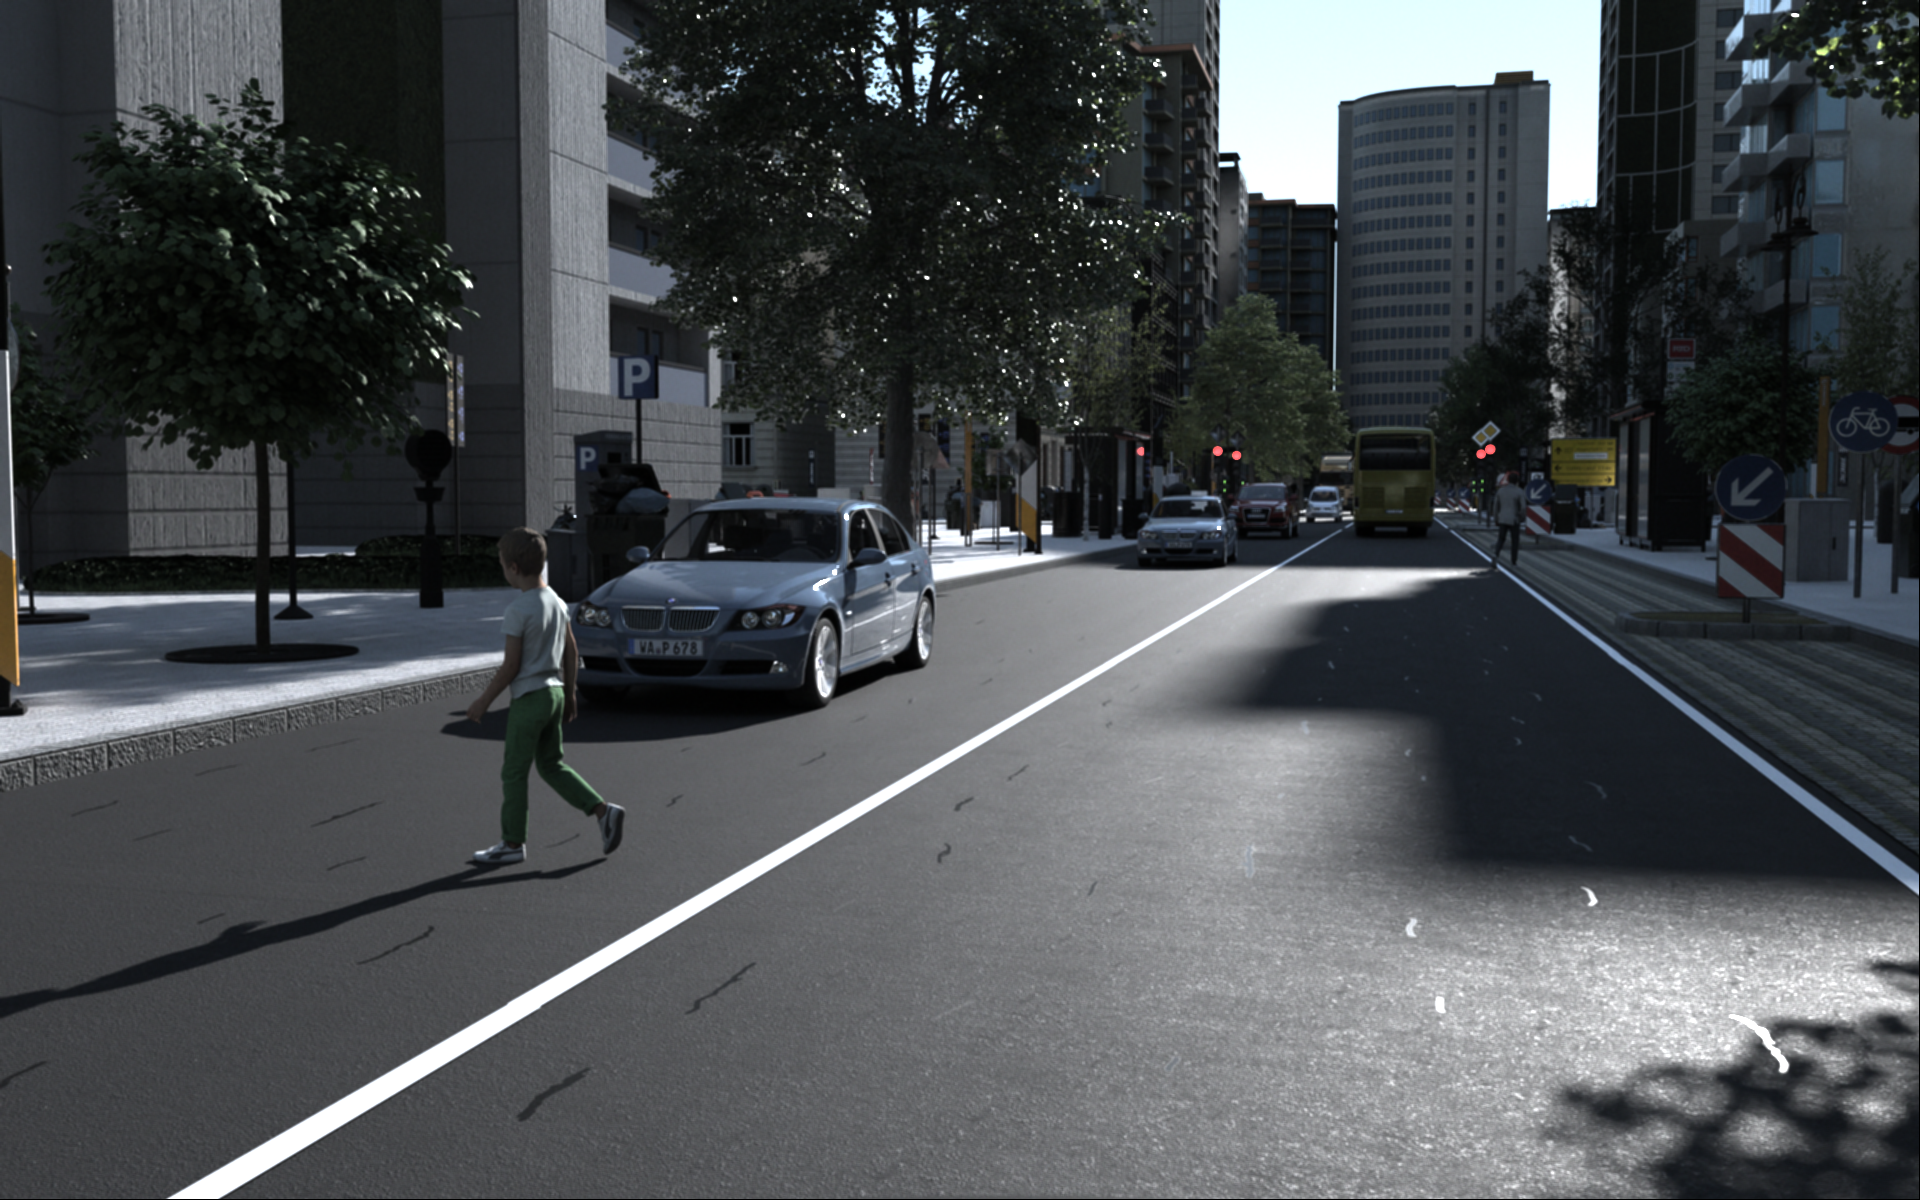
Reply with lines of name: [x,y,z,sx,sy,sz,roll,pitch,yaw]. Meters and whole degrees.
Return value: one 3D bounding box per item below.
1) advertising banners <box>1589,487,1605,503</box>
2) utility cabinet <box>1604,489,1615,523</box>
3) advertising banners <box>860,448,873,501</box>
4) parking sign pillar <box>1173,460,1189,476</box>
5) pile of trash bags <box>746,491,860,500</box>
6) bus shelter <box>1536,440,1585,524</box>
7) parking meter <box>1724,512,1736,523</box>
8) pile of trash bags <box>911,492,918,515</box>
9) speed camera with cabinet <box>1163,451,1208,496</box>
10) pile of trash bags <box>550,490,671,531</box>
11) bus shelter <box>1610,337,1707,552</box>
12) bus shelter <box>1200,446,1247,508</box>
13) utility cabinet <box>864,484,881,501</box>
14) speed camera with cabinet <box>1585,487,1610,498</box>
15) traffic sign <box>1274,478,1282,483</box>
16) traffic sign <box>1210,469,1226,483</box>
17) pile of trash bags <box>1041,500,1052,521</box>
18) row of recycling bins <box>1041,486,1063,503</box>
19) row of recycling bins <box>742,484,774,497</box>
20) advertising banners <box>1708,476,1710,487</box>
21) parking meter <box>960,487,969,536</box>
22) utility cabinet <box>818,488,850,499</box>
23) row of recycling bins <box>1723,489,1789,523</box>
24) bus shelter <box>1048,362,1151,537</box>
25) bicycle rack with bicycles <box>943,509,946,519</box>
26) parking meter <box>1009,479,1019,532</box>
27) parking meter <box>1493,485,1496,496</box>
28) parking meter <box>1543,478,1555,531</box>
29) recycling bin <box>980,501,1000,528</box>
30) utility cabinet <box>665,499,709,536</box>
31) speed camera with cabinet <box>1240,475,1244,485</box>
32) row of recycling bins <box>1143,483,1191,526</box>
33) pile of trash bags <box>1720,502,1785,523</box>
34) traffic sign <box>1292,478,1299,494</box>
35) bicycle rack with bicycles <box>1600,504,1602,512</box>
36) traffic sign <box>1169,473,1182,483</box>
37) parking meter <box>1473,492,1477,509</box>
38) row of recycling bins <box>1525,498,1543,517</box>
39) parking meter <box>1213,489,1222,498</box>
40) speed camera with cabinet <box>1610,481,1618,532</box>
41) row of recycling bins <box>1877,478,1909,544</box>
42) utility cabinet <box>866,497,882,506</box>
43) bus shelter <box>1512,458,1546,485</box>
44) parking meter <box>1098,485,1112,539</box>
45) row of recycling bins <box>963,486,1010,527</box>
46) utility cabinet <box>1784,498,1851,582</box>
advertising banners: [37.940,-6.423,101.210,2.074,3.025,0.090,2,4,26]
utility cabinet: [28.362,-4.086,75.481,0.318,1.500,1.173,2,4,30]
advertising banners: [-3.485,-4.212,65.059,0.090,3.025,2.074,1,4,11]
parking sign pillar: [15.175,-8.058,120.220,1.447,3.967,1.447,1,4,21]
pile of trash bags: [-4.956,-2.656,53.176,3.447,1.369,1.912,-2,4,-25]
bus shelter: [26.890,-5.277,77.555,1.731,3.624,6.357,1,4,14]
parking meter: [26.278,-3.097,59.047,0.372,1.533,0.369,0,3,0]
pile of trash bags: [-2.940,-3.661,69.612,3.447,1.369,1.912,3,4,36]
speed camera with cabinet: [10.472,-5.280,80.662,2.038,3.252,0.660,0,4,-7]
pile of trash bags: [-7.767,-1.825,39.598,1.912,1.369,3.447,2,4,28]
bus shelter: [17.188,-3.955,42.288,2.179,5.291,8.768,1,4,14]
bus shelter: [13.294,-5.860,87.097,1.731,3.624,6.357,1,4,14]
utility cabinet: [-1.799,-1.911,39.928,0.318,1.500,1.173,2,4,25]
speed camera with cabinet: [36.456,-6.483,100.338,2.038,3.252,0.660,0,4,-3]
traffic sign: [25.340,-8.414,137.671,0.768,2.556,0.104,2,4,23]
traffic sign: [11.963,-4.907,80.337,0.768,2.556,0.104,1,4,21]
pile of trash bags: [2.907,-4.410,81.852,3.447,1.369,1.912,-2,4,-28]
row of recycling bins: [4.832,-4.998,88.823,1.069,1.692,3.534,1,4,21]
row of recycling bins: [-9.396,-3.950,71.703,3.534,1.692,1.069,1,4,12]
advertising banners: [60.008,-8.649,137.606,2.074,3.025,0.090,0,4,-3]
parking meter: [0.194,-2.744,53.268,0.372,1.533,0.369,0,3,0]
utility cabinet: [-4.714,-3.422,64.630,1.173,1.500,0.318,-2,4,-24]
row of recycling bins: [34.427,-4.148,74.938,1.069,1.692,3.534,-1,4,-15]
bus shelter: [4.383,-4.743,55.187,2.179,5.291,8.768,1,4,14]
bicycle rack with bicycles: [0.805,-4.485,86.712,2.852,0.926,2.925,-2,4,-27]
parking meter: [1.897,-3.264,59.073,0.399,1.863,0.255,1,4,10]
parking meter: [34.120,-6.433,110.893,0.255,1.863,0.399,2,4,28]
parking meter: [20.765,-3.385,61.061,0.399,1.863,0.255,2,4,26]
recycling bin: [1.068,-3.231,65.380,0.722,1.027,0.722,-1,4,-17]
utility cabinet: [-3.817,-0.795,24.152,0.306,1.237,1.020,-2,4,-30]
speed camera with cabinet: [18.724,-7.327,114.125,2.038,3.252,0.660,-3,5,-43]
row of recycling bins: [6.649,-3.347,61.841,3.534,1.692,1.069,-2,4,-27]
pile of trash bags: [28.500,-3.127,60.882,3.447,1.369,1.912,1,4,13]
traffic sign: [27.387,-8.614,140.940,0.768,2.556,0.104,1,4,22]
bicycle rack with bicycles: [33.442,-4.682,89.939,2.925,0.926,2.852,1,4,16]
traffic sign: [10.256,-4.921,82.581,0.606,2.300,0.079,1,4,22]
parking meter: [43.049,-8.348,144.900,0.372,1.533,0.369,0,3,0]
row of recycling bins: [28.296,-4.792,85.468,1.069,1.692,3.534,-1,4,-11]
parking meter: [11.675,-4.290,78.545,0.372,1.533,0.369,0,3,0]
speed camera with cabinet: [22.396,-3.847,57.234,0.660,3.252,2.038,0,4,-6]
row of recycling bins: [25.126,-2.255,43.984,1.069,1.692,3.534,-3,4,-36]
utility cabinet: [-1.575,-1.426,34.470,0.306,1.237,1.020,1,4,13]
bus shelter: [32.659,-6.410,98.728,2.014,3.302,5.546,1,4,14]
parking meter: [4.140,-2.507,49.400,0.372,1.533,0.369,0,3,0]
row of recycling bins: [1.115,-3.762,68.622,1.069,1.692,3.534,-2,4,-31]
utility cabinet: [12.650,-0.881,25.566,1.020,1.237,0.306,-1,4,-22]
